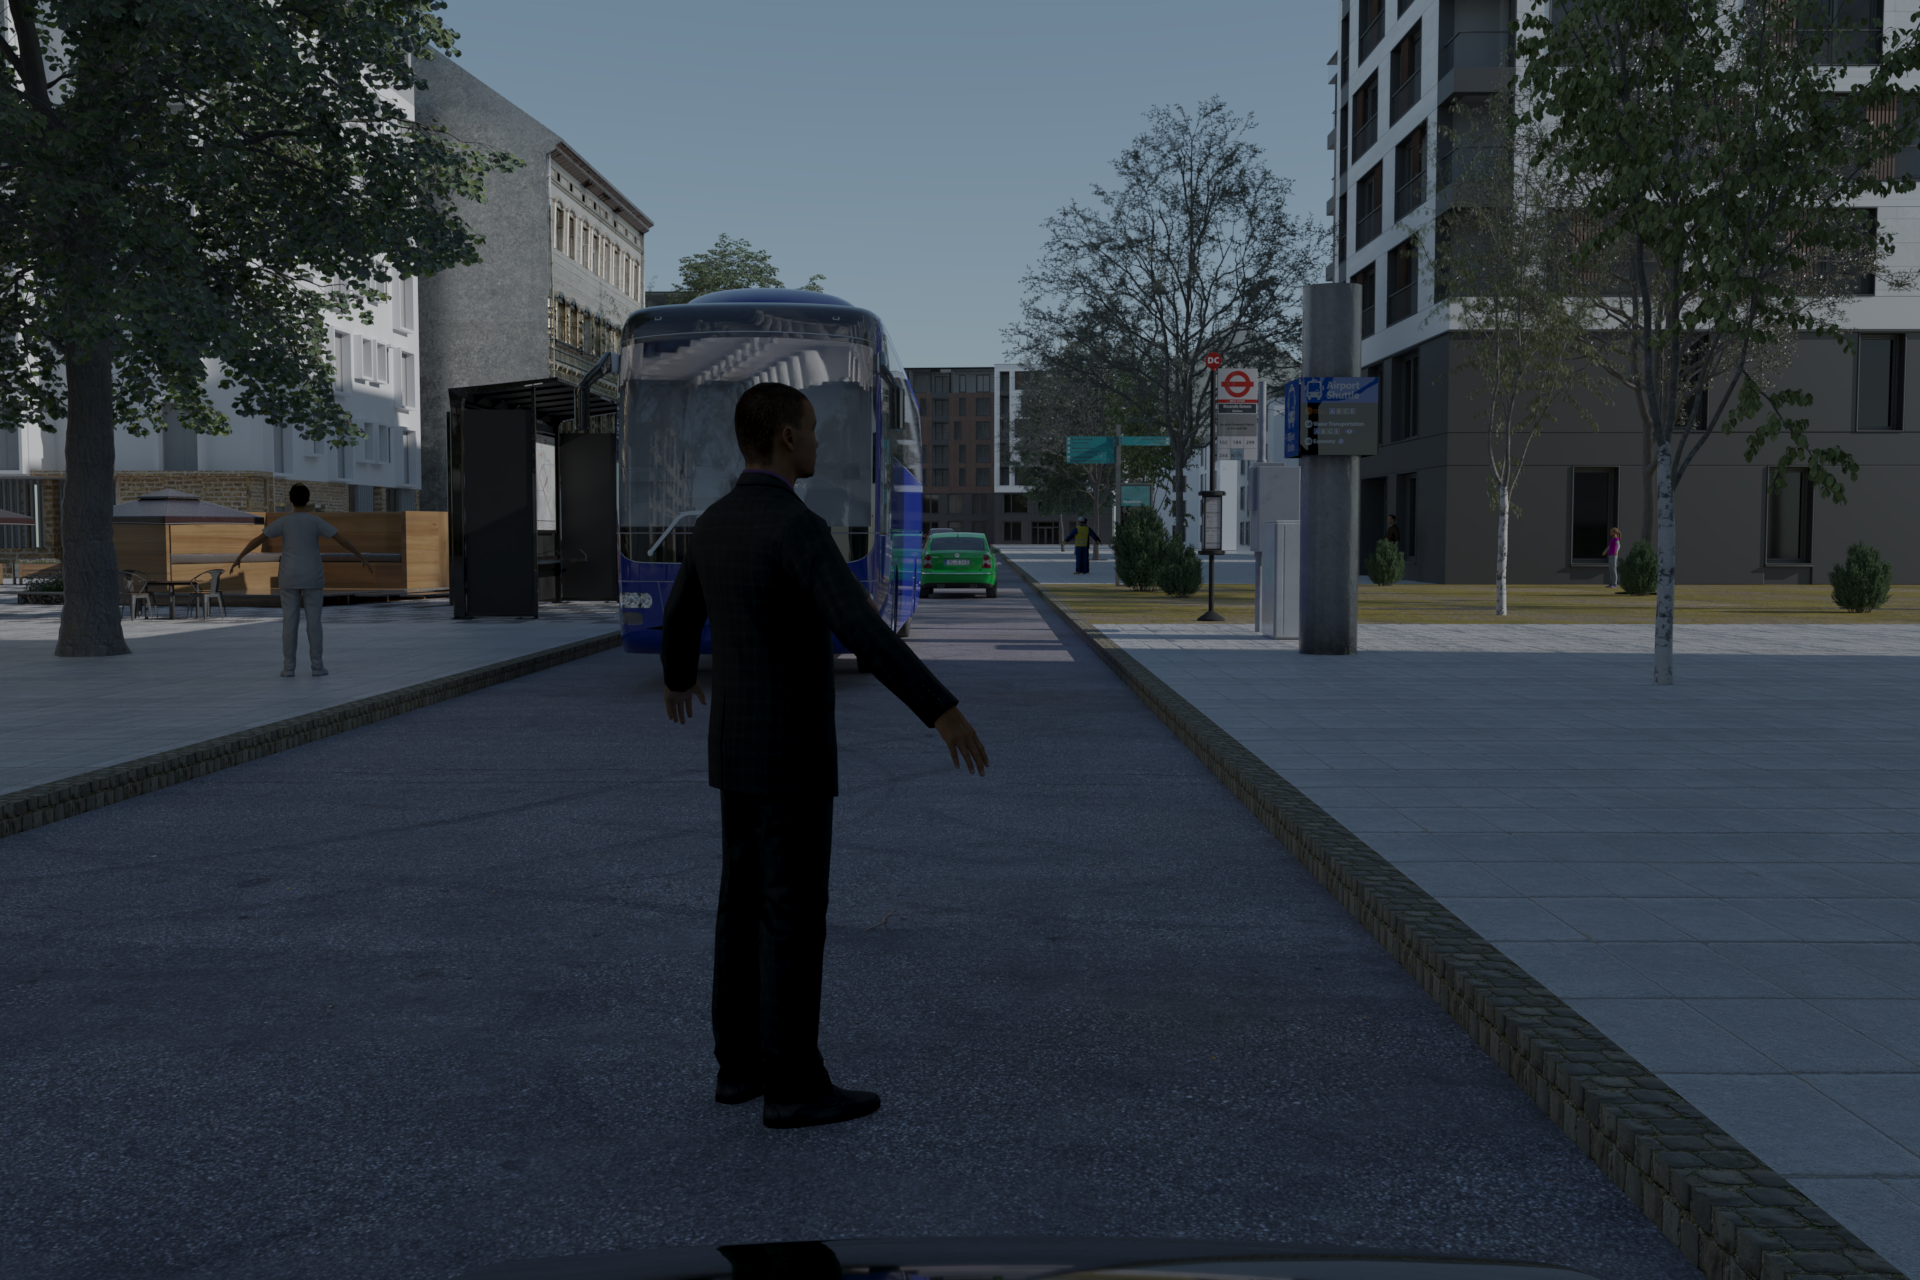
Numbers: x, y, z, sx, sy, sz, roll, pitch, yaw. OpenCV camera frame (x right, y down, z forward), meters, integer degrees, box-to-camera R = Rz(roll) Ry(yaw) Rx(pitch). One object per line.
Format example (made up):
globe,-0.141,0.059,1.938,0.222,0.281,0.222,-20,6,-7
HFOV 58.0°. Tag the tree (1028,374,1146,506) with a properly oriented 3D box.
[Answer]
tree,7.242,-9.847,95.418,7.601,10.594,8.767,-1,4,-15

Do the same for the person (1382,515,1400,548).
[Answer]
person,11.717,-2.508,47.139,0.704,1.812,1.346,0,4,-7

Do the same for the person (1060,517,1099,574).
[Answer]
person,3.855,-3.017,55.299,1.349,1.833,0.705,-1,4,-23

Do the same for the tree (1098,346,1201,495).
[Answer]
tree,7.256,-7.260,69.069,4.737,8.622,4.395,0,3,0

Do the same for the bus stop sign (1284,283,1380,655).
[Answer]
bus stop sign,3.956,-1.804,18.516,0.837,3.901,0.837,0,4,0

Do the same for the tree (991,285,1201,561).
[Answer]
tree,6.691,-10.596,83.610,12.009,13.543,11.850,0,3,0

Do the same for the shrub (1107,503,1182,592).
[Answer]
shrub,4.143,-2.101,38.769,1.690,2.028,1.600,0,3,0

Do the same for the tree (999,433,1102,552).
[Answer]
tree,7.358,-11.675,125.304,8.767,10.594,7.601,-1,4,-20

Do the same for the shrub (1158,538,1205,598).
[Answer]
shrub,4.454,-1.454,34.887,1.383,1.207,1.383,0,3,0

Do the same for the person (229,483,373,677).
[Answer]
person,-5.957,-0.545,15.679,1.217,1.739,0.721,-1,4,-18

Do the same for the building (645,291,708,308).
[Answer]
building,-25.778,-19.467,162.264,27.936,21.610,32.646,0,4,1

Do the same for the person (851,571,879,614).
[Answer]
person,-1.198,-0.146,11.118,1.348,1.796,0.705,0,4,3

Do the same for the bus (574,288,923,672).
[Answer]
bus,-1.889,-1.814,21.205,2.896,3.916,12.251,0,4,0

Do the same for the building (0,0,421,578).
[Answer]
building,-25.250,-11.928,51.447,16.016,20.090,11.380,0,4,1

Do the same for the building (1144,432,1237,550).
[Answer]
building,21.984,-13.018,154.990,9.099,9.664,28.070,0,4,1

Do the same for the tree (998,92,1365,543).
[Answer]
tree,6.254,-8.464,48.757,12.009,13.543,11.850,0,3,0

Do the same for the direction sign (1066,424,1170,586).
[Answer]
direction sign,3.861,-3.240,41.740,2.525,3.948,1.411,0,4,-1

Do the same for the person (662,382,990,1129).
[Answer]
person,-0.436,0.268,4.304,0.704,1.802,1.346,-3,4,-38

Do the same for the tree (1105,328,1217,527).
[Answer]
tree,6.825,-6.778,61.183,4.737,8.622,4.395,0,3,0

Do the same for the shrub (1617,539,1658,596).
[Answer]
shrub,14.100,-1.513,35.847,1.383,1.207,1.383,0,3,0

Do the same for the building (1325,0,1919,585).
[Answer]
building,26.321,-13.171,59.323,27.936,21.610,32.646,0,4,0

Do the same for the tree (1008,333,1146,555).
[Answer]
tree,7.322,-12.247,106.898,9.857,13.997,8.962,0,3,0

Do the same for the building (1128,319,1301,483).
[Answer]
building,28.218,-21.701,185.744,19.493,23.208,18.063,0,4,0

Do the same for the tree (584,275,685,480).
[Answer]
tree,-9.303,-6.086,49.870,4.360,8.622,3.978,0,3,0

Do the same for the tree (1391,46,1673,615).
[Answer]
tree,8.343,-4.700,27.203,4.360,8.622,3.978,0,3,0

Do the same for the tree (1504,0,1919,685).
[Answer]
tree,6.090,-3.911,14.316,4.737,8.622,4.395,0,3,0

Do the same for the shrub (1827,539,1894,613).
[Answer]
shrub,14.700,-1.050,28.288,1.383,1.207,1.383,0,3,0

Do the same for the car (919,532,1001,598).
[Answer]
car,-0.030,-1.917,40.134,1.959,1.807,4.718,0,4,1

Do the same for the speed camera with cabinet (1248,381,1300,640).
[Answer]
speed camera with cabinet,4.094,-1.682,21.844,0.660,3.252,2.038,0,4,1

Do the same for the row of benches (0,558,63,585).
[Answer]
row of benches,-23.556,-1.751,44.099,4.104,0.672,1.422,-3,5,-43

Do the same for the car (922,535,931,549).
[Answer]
car,-0.427,-2.666,53.380,2.009,1.686,4.222,0,3,0

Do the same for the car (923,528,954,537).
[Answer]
car,-1.174,-6.160,109.395,2.281,1.827,5.304,0,4,0

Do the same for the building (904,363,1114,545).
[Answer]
building,3.277,-22.886,220.610,32.646,21.610,27.936,0,4,6

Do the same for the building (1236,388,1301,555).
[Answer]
building,22.209,-9.552,98.328,9.099,9.664,28.070,0,4,1

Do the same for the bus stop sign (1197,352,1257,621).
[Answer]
bus stop sign,3.936,-2.252,25.520,0.855,3.939,0.416,0,4,0

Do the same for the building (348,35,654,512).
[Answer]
building,-24.771,-14.961,75.542,19.493,23.208,18.063,0,4,1

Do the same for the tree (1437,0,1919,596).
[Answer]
tree,14.588,-7.696,36.207,12.009,13.543,11.850,0,3,0

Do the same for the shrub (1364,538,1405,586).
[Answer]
shrub,10.486,-1.934,42.743,1.383,1.207,1.383,0,3,0

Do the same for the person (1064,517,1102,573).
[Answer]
person,4.056,-3.113,56.825,1.347,1.837,0.705,-1,4,-18

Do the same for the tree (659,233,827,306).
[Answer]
tree,-8.891,-10.196,73.354,9.857,13.997,8.962,0,3,0

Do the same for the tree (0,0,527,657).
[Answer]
tree,-9.245,-6.816,18.091,9.857,13.997,8.962,0,3,0

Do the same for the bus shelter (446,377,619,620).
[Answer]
bus shelter,-6.831,-2.308,29.019,1.731,3.624,6.357,0,4,1

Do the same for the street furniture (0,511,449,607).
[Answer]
street furniture,-13.741,-1.726,35.072,11.010,1.723,9.812,1,4,15

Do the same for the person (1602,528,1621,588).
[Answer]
person,15.545,-1.964,41.380,0.599,1.433,0.991,0,4,4
